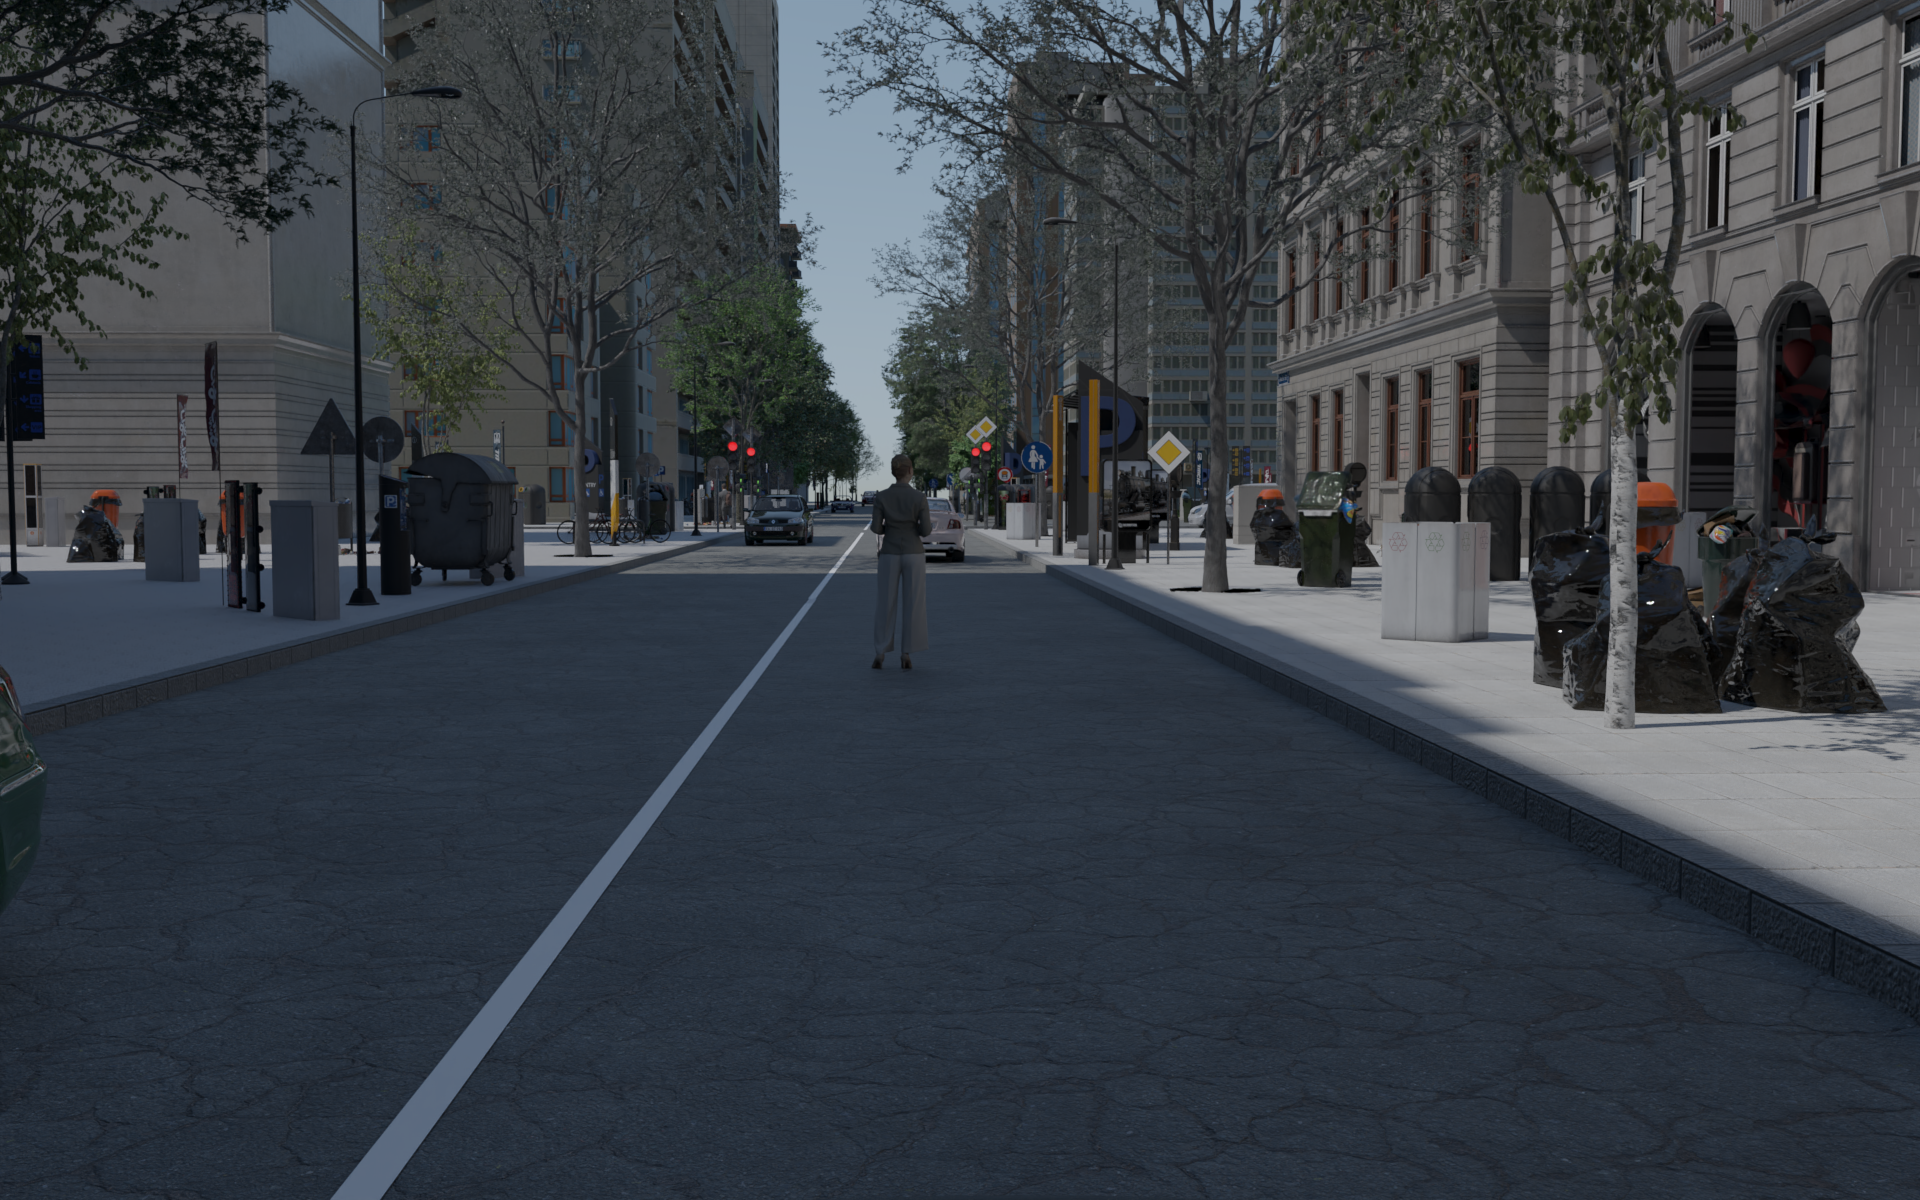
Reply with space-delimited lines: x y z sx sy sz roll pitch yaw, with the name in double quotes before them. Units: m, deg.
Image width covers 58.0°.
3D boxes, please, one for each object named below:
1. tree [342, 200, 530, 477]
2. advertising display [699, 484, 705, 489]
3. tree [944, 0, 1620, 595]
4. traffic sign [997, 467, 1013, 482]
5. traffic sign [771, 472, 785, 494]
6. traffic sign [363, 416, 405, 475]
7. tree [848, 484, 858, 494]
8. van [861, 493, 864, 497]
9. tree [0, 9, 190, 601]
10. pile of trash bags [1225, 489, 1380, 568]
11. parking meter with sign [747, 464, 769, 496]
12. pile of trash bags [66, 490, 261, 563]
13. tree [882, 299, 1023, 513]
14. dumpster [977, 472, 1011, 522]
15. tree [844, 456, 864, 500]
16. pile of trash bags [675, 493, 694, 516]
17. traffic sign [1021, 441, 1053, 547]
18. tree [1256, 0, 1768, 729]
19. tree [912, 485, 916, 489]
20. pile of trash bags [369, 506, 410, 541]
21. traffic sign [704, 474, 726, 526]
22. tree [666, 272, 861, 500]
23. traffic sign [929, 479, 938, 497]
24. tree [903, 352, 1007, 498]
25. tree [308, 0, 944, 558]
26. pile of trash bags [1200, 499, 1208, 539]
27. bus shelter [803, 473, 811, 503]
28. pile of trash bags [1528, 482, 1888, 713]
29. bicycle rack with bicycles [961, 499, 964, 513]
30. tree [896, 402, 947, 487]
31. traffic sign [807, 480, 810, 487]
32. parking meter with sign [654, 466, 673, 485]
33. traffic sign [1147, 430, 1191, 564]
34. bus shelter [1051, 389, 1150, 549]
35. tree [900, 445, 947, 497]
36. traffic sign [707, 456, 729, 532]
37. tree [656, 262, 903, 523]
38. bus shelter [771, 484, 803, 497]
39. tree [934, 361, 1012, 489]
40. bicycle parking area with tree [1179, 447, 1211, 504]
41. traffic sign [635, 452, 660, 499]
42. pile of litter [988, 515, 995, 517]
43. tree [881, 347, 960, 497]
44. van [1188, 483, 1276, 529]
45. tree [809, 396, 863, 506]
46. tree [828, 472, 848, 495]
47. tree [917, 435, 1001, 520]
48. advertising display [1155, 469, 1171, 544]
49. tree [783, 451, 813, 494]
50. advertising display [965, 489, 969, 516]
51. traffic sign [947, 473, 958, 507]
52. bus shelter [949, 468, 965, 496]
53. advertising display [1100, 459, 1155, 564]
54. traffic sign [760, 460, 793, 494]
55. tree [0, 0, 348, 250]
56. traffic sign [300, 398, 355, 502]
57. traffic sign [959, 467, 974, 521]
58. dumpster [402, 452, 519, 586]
"tree" -12.843 -5.646 42.667 4.737 8.622 4.395 0 3 0
"advertising display" -17.010 -6.667 114.226 0.123 1.923 0.974 -1 4 -23
"tree" 3.384 -6.838 22.166 12.009 13.543 11.850 0 3 0
"traffic sign" 2.075 -4.924 80.610 0.768 2.556 0.104 0 4 1
"traffic sign" -10.266 -5.965 97.632 0.768 2.556 0.104 0 4 0
"traffic sign" -9.465 -1.728 28.354 0.768 2.556 0.104 0 4 6
"tree" -18.143 -18.280 293.479 1.663 3.219 1.824 0 3 0
"van" -11.564 -13.015 219.812 2.013 2.044 4.112 0 4 -2
"tree" -11.636 -4.310 20.836 4.737 8.622 4.395 0 3 0
"pile of trash bags" 6.173 -1.332 31.537 1.912 1.369 3.447 -1 4 -13
"parking meter with sign" -11.612 -6.173 97.188 1.738 3.016 0.543 -1 4 -15
"pile of trash bags" -15.294 -1.433 33.177 3.447 1.369 1.912 0 4 -3
"tree" -0.166 -12.515 111.272 9.857 13.997 8.962 0 3 0
"dumpster" 1.503 -4.584 77.446 1.502 2.255 1.985 0 4 -2
"tree" -18.001 -20.568 286.656 4.360 8.622 3.978 0 3 0
"pile of trash bags" -16.659 -5.807 104.704 1.912 1.369 3.447 1 4 15
"traffic sign" 1.864 -2.556 41.895 0.768 2.556 0.104 0 4 4
"tree" 3.386 -3.602 9.249 4.360 8.622 3.978 0 3 0
"tree" -2.521 -12.299 184.794 4.285 4.588 4.351 0 3 0
"pile of trash bags" -14.345 -2.266 46.805 3.447 1.369 1.912 2 4 34
"traffic sign" -9.813 -4.249 69.470 0.884 2.594 0.081 0 4 3
"tree" -10.513 -10.550 89.501 9.611 12.733 9.660 0 3 0
"traffic sign" -2.220 -8.887 145.402 0.768 2.556 0.104 0 4 -1
"tree" -0.158 -12.173 124.782 9.928 11.665 9.643 0 3 0
"tree" -7.820 -7.613 34.851 12.009 13.543 11.850 0 3 0
"pile of trash bags" 7.918 -2.439 49.627 1.912 1.369 3.447 0 4 4
"bus shelter" -12.580 -8.624 134.927 2.014 3.302 5.546 0 4 -2
"pile of trash bags" 4.815 -0.116 11.648 1.912 1.369 3.447 1 4 12
"bicycle rack with bicycles" 0.457 -6.224 115.149 2.925 0.926 2.852 0 4 7
"tree" -2.819 -15.633 173.725 7.486 12.596 7.792 0 3 0
"traffic sign" -12.353 -8.474 138.657 0.768 2.556 0.104 0 4 -1
"parking meter with sign" -18.321 -6.874 108.656 0.543 3.016 1.738 1 4 20
"traffic sign" 3.792 -1.855 31.511 0.795 2.450 0.064 0 4 5
"bus shelter" 3.347 -3.100 41.973 1.731 3.624 6.357 0 4 -2
"tree" -3.903 -19.170 230.429 9.611 12.733 9.660 0 3 0
"traffic sign" -8.149 -3.556 58.252 0.768 2.556 0.104 0 4 7
"tree" -9.566 -9.190 76.015 9.928 11.665 9.643 0 3 0
"bus shelter" -11.758 -7.411 115.085 2.014 3.302 5.546 0 4 -2
"tree" 0.915 -8.912 96.076 4.737 8.622 4.395 0 3 0
"bicycle parking area with tree" 12.578 -7.324 106.749 8.231 4.147 9.016 2 4 25
"traffic sign" -9.533 -3.227 52.869 0.768 2.556 0.104 0 4 2
"pile of litter" 1.813 -5.172 98.522 1.176 0.858 1.719 -2 4 -24
"tree" -2.833 -21.516 207.672 12.611 20.169 13.585 0 3 0
"van" 10.829 -3.636 66.456 4.112 2.044 2.013 0 4 -1
"tree" -14.091 -16.510 188.062 7.486 12.596 7.792 0 3 0
"tree" -15.050 -16.252 216.088 4.737 8.622 4.395 0 3 0
"tree" 0.864 -6.313 86.938 4.285 4.588 4.351 0 3 0
"advertising display" 4.980 -2.428 44.905 0.974 1.923 0.123 0 4 -1
"tree" -14.250 -9.791 143.788 4.285 4.588 4.351 0 3 0
"advertising display" 0.390 -6.000 103.306 0.123 1.923 0.974 0 4 -7
"traffic sign" -0.424 -6.386 104.517 0.768 2.556 0.104 0 4 -1
"bus shelter" 0.010 -9.958 140.448 2.179 5.291 8.768 0 4 -2
"advertising display" 3.058 -1.631 31.887 0.974 1.923 0.123 -1 4 -14
"traffic sign" -10.805 -6.526 100.574 2.265 3.308 0.079 0 4 3
"tree" -7.914 -4.747 12.023 7.601 10.594 8.767 0 4 -3
"traffic sign" -8.514 -1.437 23.494 0.884 2.594 0.081 0 4 4
"traffic sign" 0.337 -5.041 82.528 0.768 2.556 0.104 0 3 0
"dumpster" -7.128 -1.163 24.779 1.264 1.857 1.865 0 4 -2
